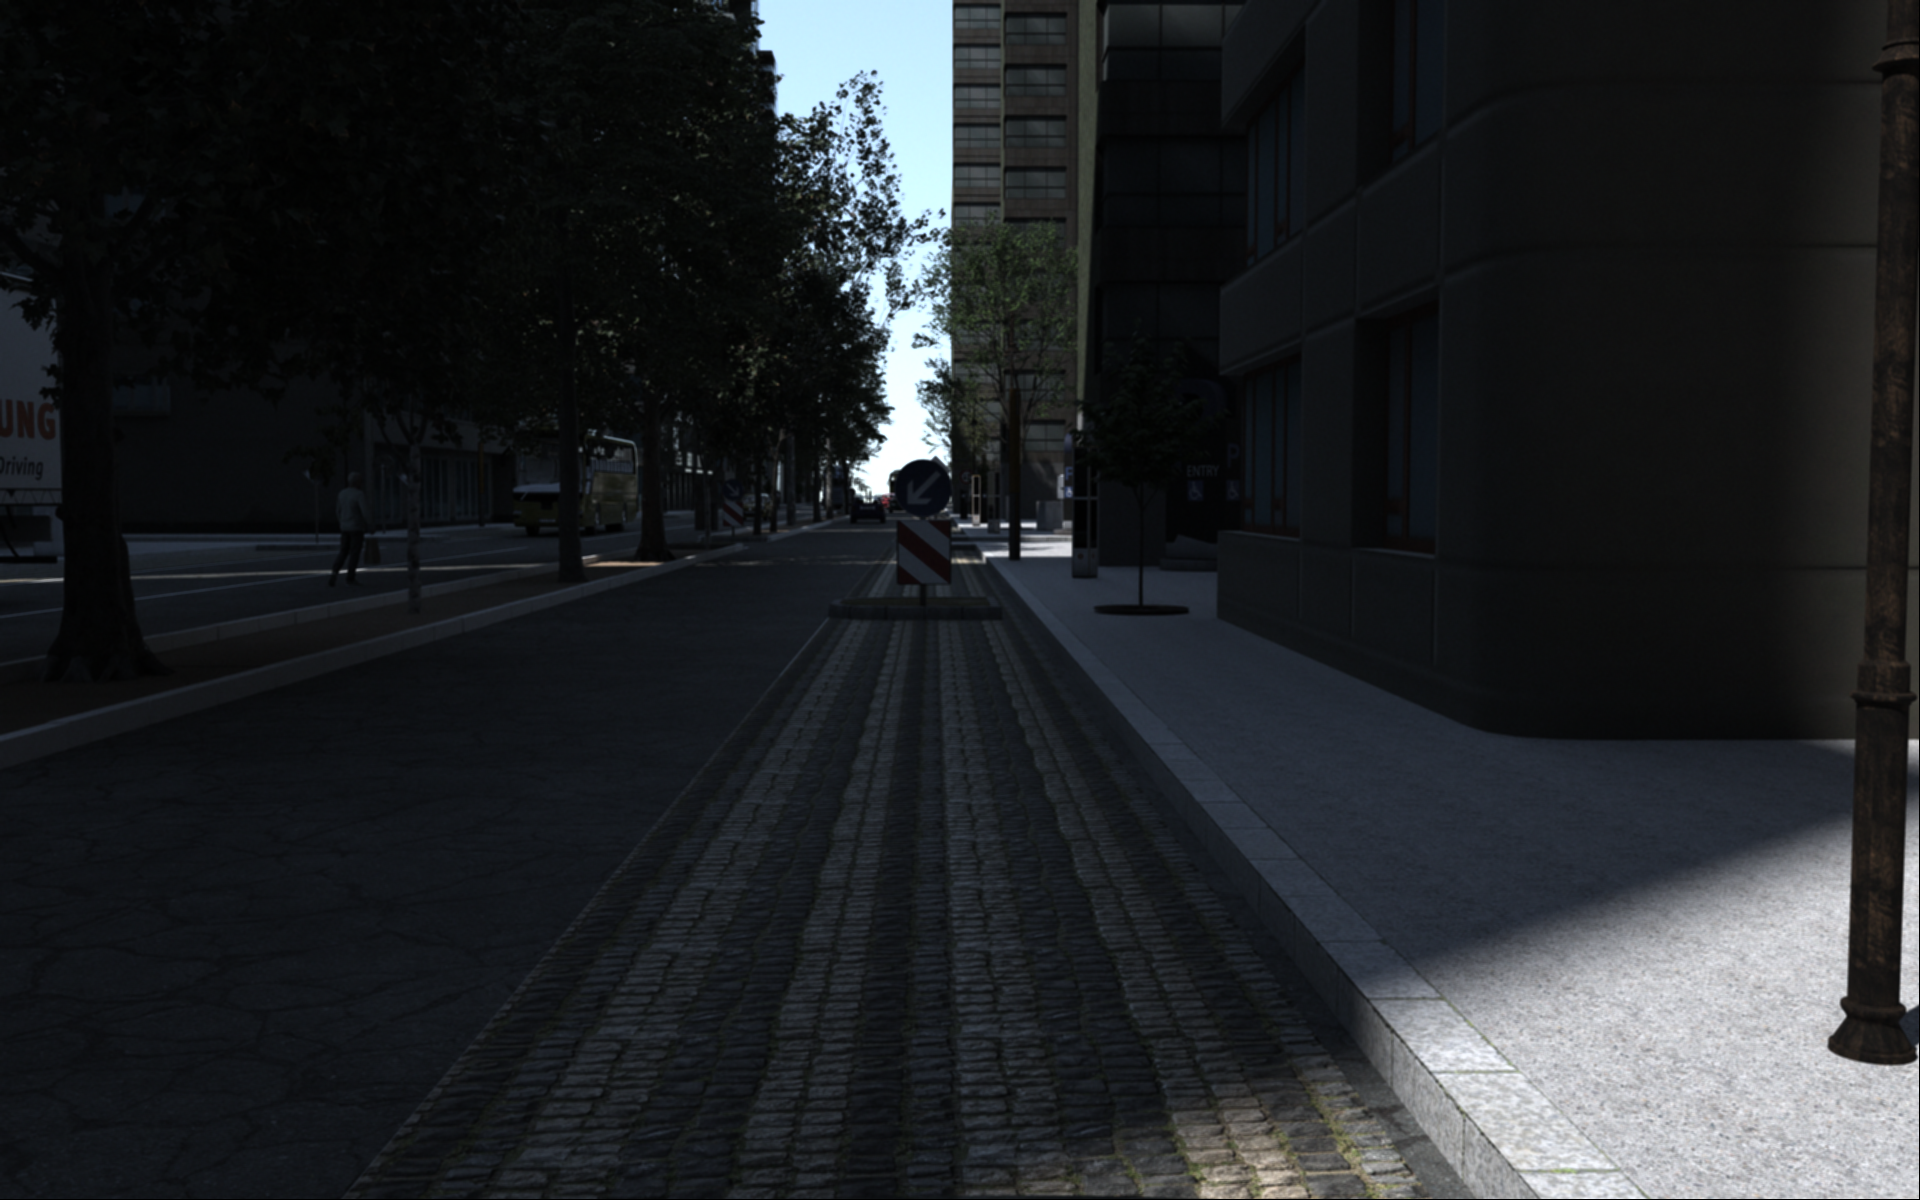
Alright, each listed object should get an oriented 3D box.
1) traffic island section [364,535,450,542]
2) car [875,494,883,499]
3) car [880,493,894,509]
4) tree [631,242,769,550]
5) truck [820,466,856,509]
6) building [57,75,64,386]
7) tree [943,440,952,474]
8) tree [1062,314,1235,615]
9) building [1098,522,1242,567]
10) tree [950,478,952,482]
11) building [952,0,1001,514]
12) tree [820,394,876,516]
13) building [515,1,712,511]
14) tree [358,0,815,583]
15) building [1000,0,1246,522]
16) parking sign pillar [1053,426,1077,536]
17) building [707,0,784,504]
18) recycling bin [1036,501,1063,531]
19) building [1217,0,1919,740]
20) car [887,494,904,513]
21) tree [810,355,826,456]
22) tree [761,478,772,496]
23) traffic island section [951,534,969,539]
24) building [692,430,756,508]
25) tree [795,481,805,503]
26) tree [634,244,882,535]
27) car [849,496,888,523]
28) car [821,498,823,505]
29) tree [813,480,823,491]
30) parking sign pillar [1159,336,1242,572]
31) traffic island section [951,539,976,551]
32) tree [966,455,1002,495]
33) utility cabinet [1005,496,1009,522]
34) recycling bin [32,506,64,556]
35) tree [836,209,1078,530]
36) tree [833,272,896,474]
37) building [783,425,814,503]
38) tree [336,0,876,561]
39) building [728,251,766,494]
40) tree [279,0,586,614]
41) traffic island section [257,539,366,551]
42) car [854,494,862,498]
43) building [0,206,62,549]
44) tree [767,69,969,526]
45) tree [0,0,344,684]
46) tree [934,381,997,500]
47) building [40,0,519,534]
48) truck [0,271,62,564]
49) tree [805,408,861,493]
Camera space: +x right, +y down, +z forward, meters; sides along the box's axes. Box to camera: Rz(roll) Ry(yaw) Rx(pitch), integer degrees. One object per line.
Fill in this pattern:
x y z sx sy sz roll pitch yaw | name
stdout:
-16.829 -1.874 52.918 2.009 0.180 2.903 0 4 -1 | traffic island section
-12.727 -15.935 272.539 2.014 1.417 4.499 0 4 -2 | car
-5.841 -8.416 146.635 2.155 1.783 4.494 0 4 -2 | car
-6.451 -5.574 43.961 4.360 8.622 3.978 0 3 0 | tree
-11.505 -10.977 169.240 2.967 4.110 18.799 0 4 0 | truck
-31.971 -29.301 98.672 23.786 49.044 30.456 0 4 -1 | building
-0.113 -16.252 216.086 4.360 8.622 3.978 0 3 0 | tree
1.926 -1.483 18.847 1.663 3.219 1.824 0 3 0 | tree
9.368 -16.207 36.681 14.160 30.474 14.107 0 4 -1 | building
-0.619 -10.594 167.814 1.663 3.219 1.824 0 3 0 | tree
6.472 -26.627 118.940 14.154 41.232 14.086 0 4 -1 | building
-8.060 -10.622 126.491 4.360 8.622 3.978 0 3 0 | tree
-33.505 -31.964 142.213 23.786 49.044 30.456 0 4 -1 | building
-6.180 -6.524 27.248 7.486 12.596 7.792 0 3 0 | tree
9.118 -19.687 93.577 14.160 30.474 14.107 0 4 -1 | building
3.631 -4.007 53.989 1.447 3.967 1.447 1 4 22 | parking sign pillar
-34.101 -55.905 226.717 22.319 86.520 31.000 0 4 -1 | building
3.144 -2.944 60.681 0.722 1.027 0.722 -2 4 -24 | recycling bin
16.723 -9.668 3.109 27.650 21.520 28.899 0 4 -1 | building
-4.488 -7.364 132.194 2.131 1.459 4.920 0 4 -1 | car
-7.944 -11.679 119.170 9.928 11.665 9.643 0 3 0 | tree
-21.096 -12.006 190.895 1.663 3.219 1.824 0 3 0 | tree
-0.740 -1.890 53.175 2.009 0.180 2.903 0 4 -1 | traffic island section
-35.803 -20.110 173.845 27.650 21.520 28.899 0 4 -1 | building
-21.978 -14.899 238.203 1.663 3.219 1.824 0 3 0 | tree
-7.109 -7.845 65.137 8.767 10.594 7.601 0 4 -1 | tree
-4.539 -4.473 85.720 1.945 1.354 3.894 0 4 -2 | car
-16.744 -12.763 221.262 1.945 1.354 3.894 0 4 1 | car
-23.709 -18.403 284.595 4.285 4.588 4.351 0 3 0 | tree
4.096 -2.489 29.163 1.447 3.967 1.447 -3 5 -42 | parking sign pillar
-0.609 -1.401 45.191 2.009 0.180 2.903 0 4 -1 | traffic island section
1.111 -5.520 84.858 1.663 3.219 1.824 0 3 0 | tree
2.251 -4.174 79.403 0.306 1.237 1.020 0 4 6 | utility cabinet
-18.738 -1.427 35.885 0.722 1.027 0.722 -1 4 -17 | recycling bin
2.065 -8.359 62.423 9.928 11.665 9.643 0 3 0 | tree
-7.108 -10.162 86.737 7.486 12.596 7.792 0 3 0 | tree
-36.614 -25.351 259.525 27.650 21.520 28.899 0 4 -1 | building
-6.598 -7.174 36.761 9.611 12.733 9.660 0 3 0 | tree
-29.614 -31.266 194.799 14.154 41.232 14.086 0 4 -1 | building
-6.544 -4.148 20.632 4.737 8.622 4.395 0 3 0 | tree
-16.698 -1.386 44.934 2.009 0.180 2.903 0 4 -1 | traffic island section
-12.931 -12.705 216.525 1.959 1.807 4.718 0 4 -2 | car
-34.906 -25.166 31.079 30.456 49.044 23.786 0 4 -1 | building
-6.351 -13.336 76.387 12.611 20.169 13.585 0 3 0 | tree
-6.707 -5.721 13.003 9.611 12.733 9.660 0 3 0 | tree
0.562 -9.769 110.089 4.737 8.622 4.395 0 3 0 | tree
-29.969 -26.975 64.751 21.300 48.544 21.600 0 4 -1 | building
-13.108 -1.746 17.460 2.839 4.237 11.283 0 4 -1 | truck
-8.011 -9.454 107.389 4.737 8.622 4.395 0 3 0 | tree
